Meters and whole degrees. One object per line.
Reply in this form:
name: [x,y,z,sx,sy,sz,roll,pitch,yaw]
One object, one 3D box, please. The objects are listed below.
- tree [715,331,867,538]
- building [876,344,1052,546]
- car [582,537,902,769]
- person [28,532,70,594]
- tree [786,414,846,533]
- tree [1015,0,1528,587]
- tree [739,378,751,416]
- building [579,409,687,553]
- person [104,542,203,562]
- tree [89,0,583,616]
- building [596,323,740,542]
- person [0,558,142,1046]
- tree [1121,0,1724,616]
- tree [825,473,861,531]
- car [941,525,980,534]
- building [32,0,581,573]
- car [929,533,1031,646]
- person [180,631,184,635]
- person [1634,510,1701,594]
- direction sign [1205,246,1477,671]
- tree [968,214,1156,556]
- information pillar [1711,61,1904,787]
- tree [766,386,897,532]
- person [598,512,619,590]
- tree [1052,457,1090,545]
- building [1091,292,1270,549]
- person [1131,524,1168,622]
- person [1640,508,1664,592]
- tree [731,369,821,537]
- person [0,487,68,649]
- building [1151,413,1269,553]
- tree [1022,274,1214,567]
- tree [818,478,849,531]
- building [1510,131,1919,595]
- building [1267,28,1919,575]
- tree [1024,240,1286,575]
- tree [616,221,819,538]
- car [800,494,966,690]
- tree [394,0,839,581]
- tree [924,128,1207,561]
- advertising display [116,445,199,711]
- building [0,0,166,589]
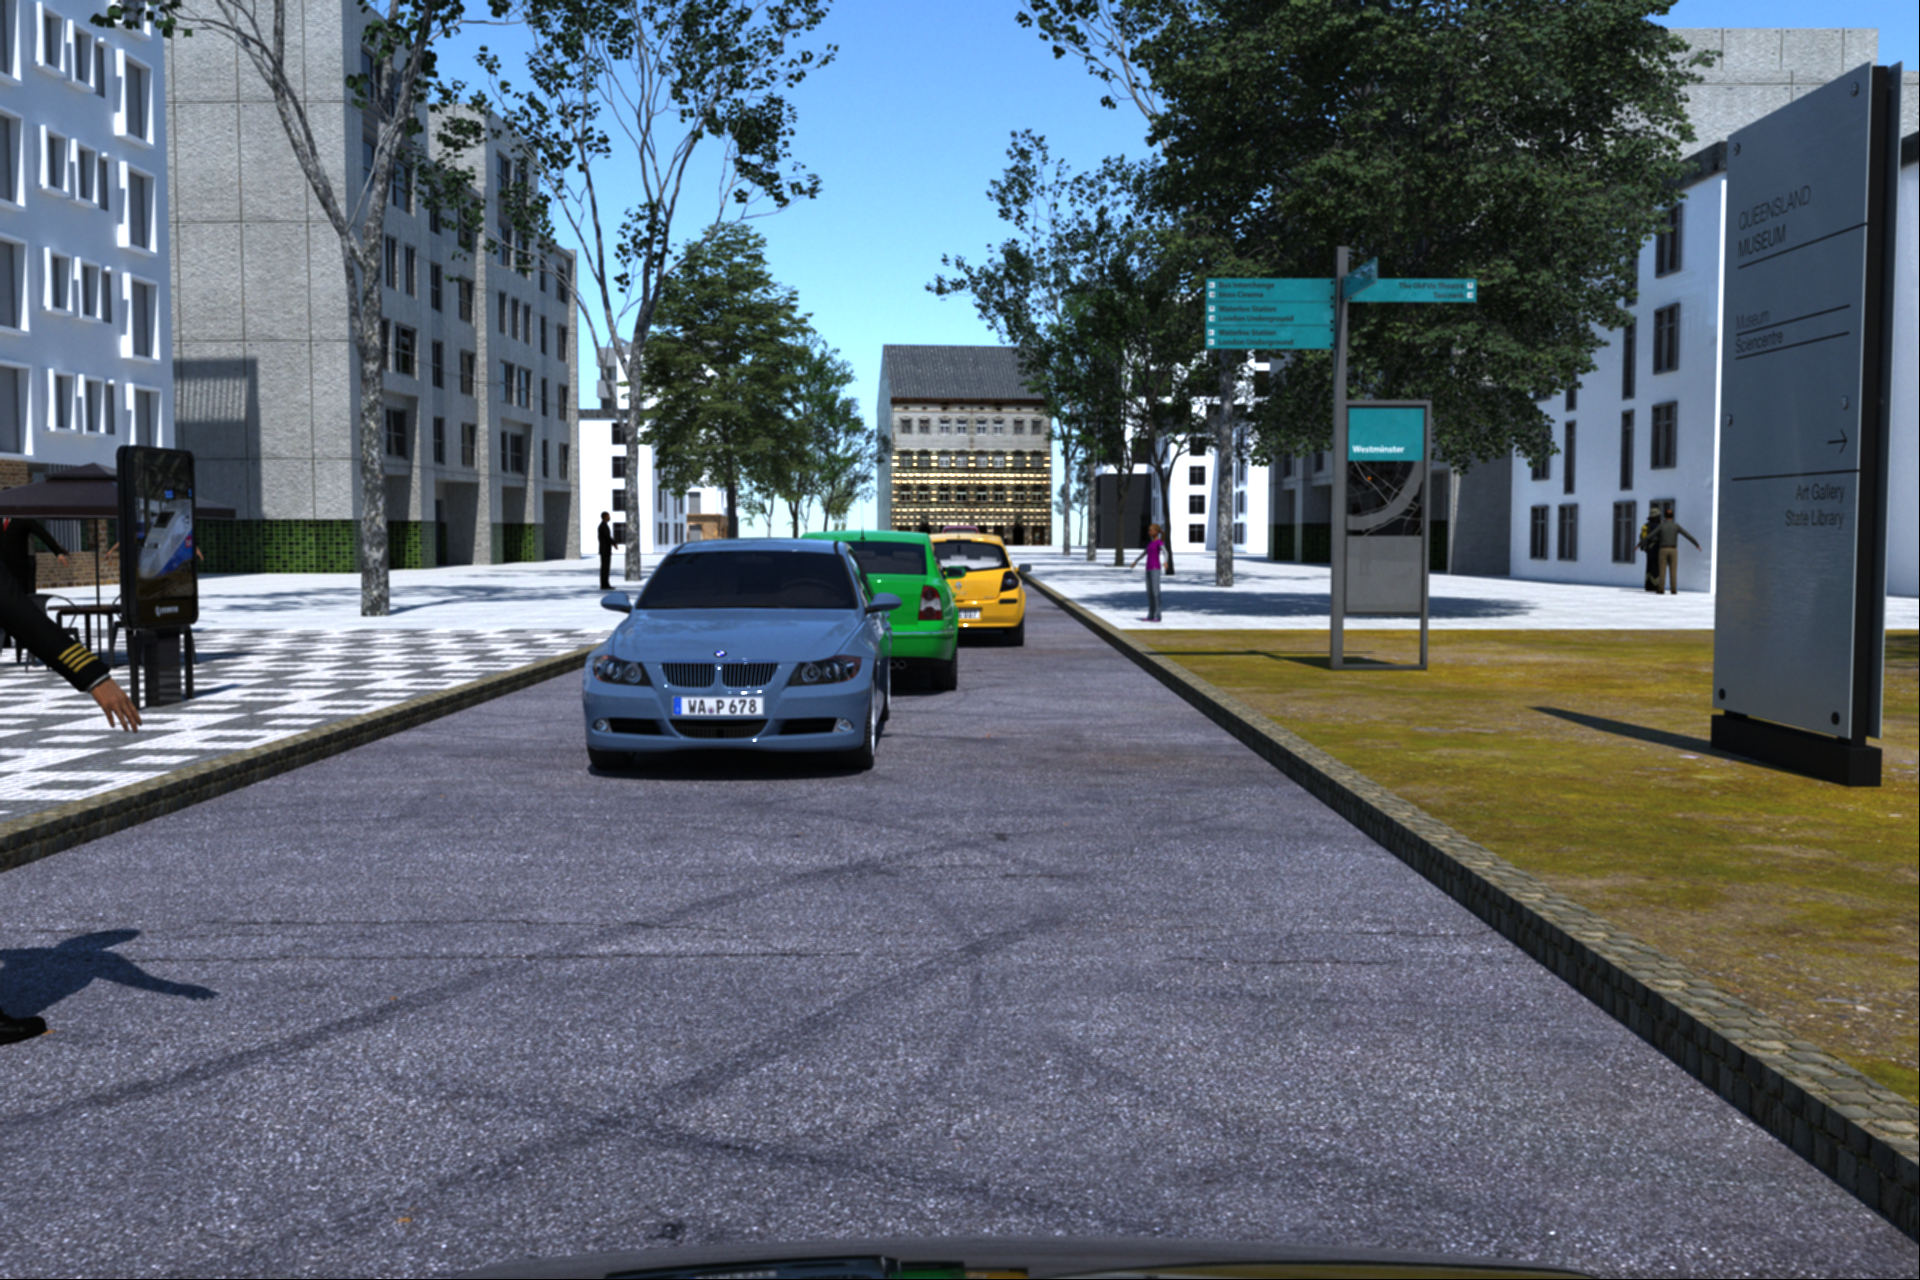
tree: [-8.611,-9.994,89.152,9.928,11.665,9.643,0,3,0]
building: [0.134,-22.457,200.563,18.063,23.208,19.493,0,4,-7]
car: [-1.396,-0.005,12.092,2.014,1.417,4.499,0,4,0]
person: [-15.362,-1.365,28.449,1.348,1.813,0.705,0,4,-5]
tree: [-9.119,-9.198,100.747,4.360,8.622,3.978,0,3,0]
tree: [7.700,-11.306,40.735,12.611,20.169,13.585,0,3,0]
tree: [-25.925,-20.895,197.520,12.611,20.169,13.585,0,3,0]
building: [-24.963,-11.502,130.213,9.099,9.664,28.070,0,4,1]
person: [-11.396,-1.143,24.549,1.347,1.847,0.705,0,4,-5]
tree: [-10.515,-10.481,27.248,12.611,20.169,13.585,0,3,0]
building: [-26.633,-18.350,156.439,16.016,20.090,11.380,0,4,1]
person: [-2.865,0.215,4.877,1.347,1.837,0.705,2,4,25]
tree: [6.967,-7.354,26.900,9.857,13.997,8.962,0,3,0]
tree: [-13.217,-14.981,195.304,4.737,8.622,4.395,0,3,0]
car: [0.012,-4.013,74.284,2.281,1.827,5.304,0,4,-1]
building: [-27.844,-12.550,71.646,16.747,18.905,31.486,0,4,1]
car: [-0.015,-0.815,23.543,2.015,1.641,3.980,0,3,0]
person: [-10.091,-0.981,22.179,0.704,1.843,1.345,-2,4,-34]
person: [15.135,-1.881,37.024,1.348,1.796,0.705,1,4,15]
direction sign: [3.554,-1.644,15.647,2.525,3.948,1.411,0,4,-1]
tree: [7.746,-15.014,101.362,12.611,20.169,13.585,0,3,0]
information pillar: [4.597,-1.112,9.499,0.184,3.620,1.656,0,4,0]
tree: [-8.486,-10.672,108.904,8.767,10.594,7.601,-1,4,-21]
person: [-8.177,-2.070,40.075,0.704,1.802,1.346,-2,4,-26]
tree: [13.934,-16.000,196.019,7.601,10.594,8.767,0,4,6]
building: [26.001,-19.511,162.971,27.936,21.610,32.646,0,4,0]
person: [2.780,-0.982,25.316,0.599,1.433,0.991,-2,4,-24]
person: [15.493,-2.008,38.616,0.705,1.856,1.354,-1,4,-8]
tree: [-8.351,-7.590,74.451,4.360,8.622,3.978,0,3,0]
person: [-10.624,-0.807,19.378,1.347,1.806,0.705,0,4,-1]
building: [20.558,-11.668,132.920,9.099,9.664,28.070,0,4,0]
tree: [6.461,-8.699,67.980,9.928,11.665,9.643,0,3,0]
tree: [-14.397,-15.319,200.833,4.737,8.622,4.395,0,3,0]
building: [20.721,-5.819,37.292,9.099,9.664,28.070,0,3,0]
building: [23.629,-12.409,69.340,16.747,18.905,31.486,0,4,0]
tree: [6.505,-7.327,54.216,8.767,10.594,7.601,-1,4,-14]
tree: [-8.795,-8.894,63.545,7.486,12.596,7.792,0,3,0]
car: [-0.914,-0.519,17.286,1.959,1.807,4.718,0,4,0]
tree: [-9.355,-11.765,48.239,12.611,20.169,13.585,0,3,0]
tree: [5.175,-13.827,81.960,12.611,20.169,13.585,0,3,0]
advertising display: [-5.996,-0.475,12.981,0.123,1.923,0.974,0,4,1]
building: [-26.353,-10.844,33.721,16.016,20.090,11.380,0,3,0]
